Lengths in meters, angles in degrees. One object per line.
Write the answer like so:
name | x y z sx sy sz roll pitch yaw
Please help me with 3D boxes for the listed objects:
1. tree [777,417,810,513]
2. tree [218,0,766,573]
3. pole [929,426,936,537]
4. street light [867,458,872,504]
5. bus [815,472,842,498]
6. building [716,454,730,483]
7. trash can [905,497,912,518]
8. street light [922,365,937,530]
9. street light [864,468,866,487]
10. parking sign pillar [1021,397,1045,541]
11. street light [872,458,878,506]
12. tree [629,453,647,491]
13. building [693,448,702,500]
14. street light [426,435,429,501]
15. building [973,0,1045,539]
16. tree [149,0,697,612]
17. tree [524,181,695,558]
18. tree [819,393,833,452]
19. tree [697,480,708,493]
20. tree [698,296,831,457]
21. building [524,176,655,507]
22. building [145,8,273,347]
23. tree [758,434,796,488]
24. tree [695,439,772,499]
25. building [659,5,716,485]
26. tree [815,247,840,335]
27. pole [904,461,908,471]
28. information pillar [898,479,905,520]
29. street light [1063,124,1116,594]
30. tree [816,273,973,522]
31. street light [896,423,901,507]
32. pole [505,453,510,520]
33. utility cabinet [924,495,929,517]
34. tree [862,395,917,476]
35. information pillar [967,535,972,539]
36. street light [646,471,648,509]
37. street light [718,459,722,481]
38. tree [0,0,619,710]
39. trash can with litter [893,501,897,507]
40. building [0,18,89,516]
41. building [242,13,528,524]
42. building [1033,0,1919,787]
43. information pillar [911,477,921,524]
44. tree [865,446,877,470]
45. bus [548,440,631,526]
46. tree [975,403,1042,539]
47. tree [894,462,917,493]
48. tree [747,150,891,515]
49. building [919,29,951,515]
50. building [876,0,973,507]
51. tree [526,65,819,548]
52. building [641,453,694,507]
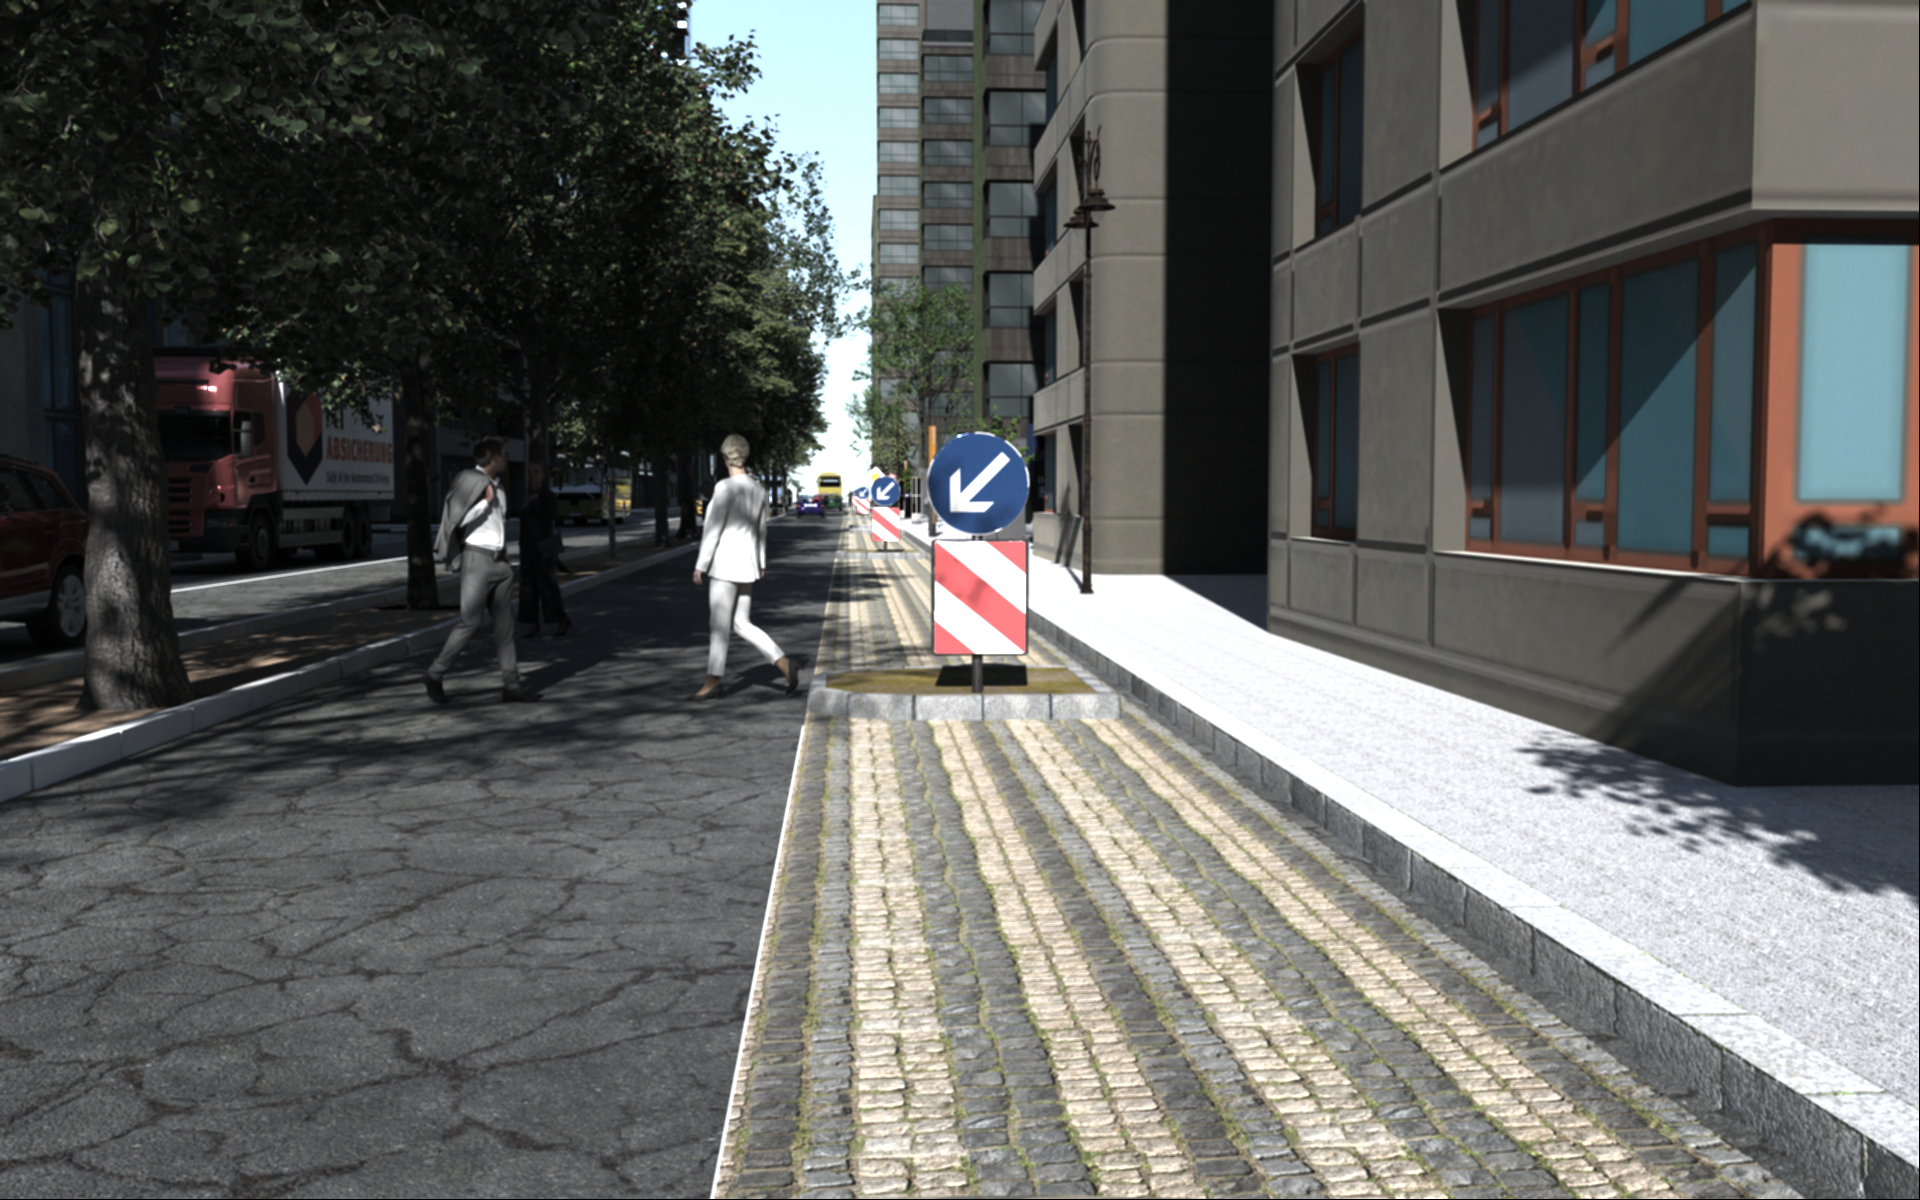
tree | -14.433 -11.709 144.258 4.360 8.622 3.978 0 3 0
tree | -7.606 -6.820 30.967 9.611 12.733 9.660 0 3 0
pole | -0.825 -3.549 51.864 0.158 3.312 0.155 0 3 0
street light | -11.341 -15.263 222.336 0.468 5.910 1.993 0 4 -4
bus | -14.588 -12.309 192.798 2.896 3.916 12.252 0 4 -5
building | -49.399 -26.344 275.763 27.650 21.520 28.899 0 4 -4
trash can | -2.932 -5.041 94.076 0.748 1.137 0.748 0 3 0
street light | -1.079 -5.465 62.141 0.468 5.910 1.993 0 4 -4
street light | -13.964 -17.814 264.047 0.468 5.910 1.993 0 4 -4
parking sign pillar | 2.417 -3.618 47.629 1.447 3.967 1.447 -3 5 -45
street light | -8.663 -12.781 181.757 0.468 5.910 1.993 0 4 -4
tree | -27.342 -11.739 142.295 4.360 8.622 3.978 0 3 0
building | -39.310 -32.285 211.448 14.154 41.232 14.086 0 4 -4
street light | -21.705 -5.981 70.569 0.468 5.910 1.993 0 4 -4
building | 7.280 -17.351 55.390 14.160 30.474 14.107 0 4 -4
tree | -6.759 -5.686 21.182 9.928 11.665 9.643 0 3 0
tree | -7.805 -5.246 38.595 4.737 8.622 4.395 0 3 0
tree | -11.568 -11.255 104.596 7.486 12.596 7.792 0 3 0
tree | -30.558 -13.049 207.960 1.663 3.219 1.824 0 3 0
tree | -10.522 -8.939 83.021 8.767 10.594 7.601 0 4 -4
building | -40.668 -32.974 158.736 23.786 49.044 30.456 0 4 -4
building | -37.032 -30.319 115.319 23.786 49.044 30.456 0 4 -4
tree | -13.461 -10.542 125.181 4.737 8.622 4.395 0 3 0
tree | -8.839 -6.672 61.901 4.360 8.622 3.978 0 3 0
building | -45.400 -56.908 243.111 22.319 86.520 31.000 0 4 -4
tree | -8.644 -8.271 54.702 9.611 12.733 9.660 0 3 0
pole | -3.285 -6.839 105.653 0.158 3.312 0.155 0 3 0
information pillar | -2.939 -5.046 86.996 0.304 2.012 0.304 0 4 -6
street light | 1.639 -3.022 22.196 0.468 5.910 1.993 0 4 -4
tree | -1.230 -9.480 80.751 9.928 11.665 9.643 0 3 0
street light | -3.801 -8.152 106.075 0.468 5.910 1.993 0 4 -4
pole | -22.273 -5.585 85.156 0.158 3.312 0.155 0 3 0
utility cabinet | -1.849 -5.294 97.721 0.306 1.237 1.020 0 4 3
tree | -5.029 -10.882 128.289 4.737 8.622 4.395 0 3 0
information pillar | 0.367 -2.465 44.787 0.304 2.012 0.304 2 4 28
street light | -26.547 -10.639 146.729 0.468 5.910 1.993 0 4 -4
street light | -31.999 -15.766 230.555 0.468 5.910 1.993 0 4 -4
tree | -5.544 -6.244 11.195 9.857 13.997 8.962 0 3 0
trash can with litter | -4.462 -6.897 124.150 0.624 1.170 1.055 -2 4 -24
building | -36.699 -26.181 47.663 30.456 49.044 23.786 0 4 -4
building | -33.393 -28.002 81.534 21.300 48.544 21.600 0 4 -4
building | 16.262 -10.836 22.212 27.650 21.520 28.899 0 4 -4
information pillar | -1.882 -4.287 74.579 0.304 2.012 0.304 3 5 39
tree | -10.823 -17.356 234.131 4.360 8.622 3.978 0 3 0
bus | -17.173 -5.443 80.539 2.896 3.916 12.252 0 4 -5
tree | 0.748 -2.607 37.220 1.663 3.219 1.824 0 3 0
tree | -3.255 -6.637 103.115 1.663 3.219 1.824 0 3 0
tree | -10.323 -14.431 94.294 12.611 20.169 13.585 0 3 0
building | 4.282 -20.826 112.207 14.160 30.474 14.107 0 4 -4
building | 0.398 -27.757 137.414 14.154 41.232 14.086 0 4 -4
tree | -7.767 -7.623 45.221 7.486 12.596 7.792 0 3 0
building | -44.450 -21.112 190.221 27.650 21.520 28.899 0 4 -4
